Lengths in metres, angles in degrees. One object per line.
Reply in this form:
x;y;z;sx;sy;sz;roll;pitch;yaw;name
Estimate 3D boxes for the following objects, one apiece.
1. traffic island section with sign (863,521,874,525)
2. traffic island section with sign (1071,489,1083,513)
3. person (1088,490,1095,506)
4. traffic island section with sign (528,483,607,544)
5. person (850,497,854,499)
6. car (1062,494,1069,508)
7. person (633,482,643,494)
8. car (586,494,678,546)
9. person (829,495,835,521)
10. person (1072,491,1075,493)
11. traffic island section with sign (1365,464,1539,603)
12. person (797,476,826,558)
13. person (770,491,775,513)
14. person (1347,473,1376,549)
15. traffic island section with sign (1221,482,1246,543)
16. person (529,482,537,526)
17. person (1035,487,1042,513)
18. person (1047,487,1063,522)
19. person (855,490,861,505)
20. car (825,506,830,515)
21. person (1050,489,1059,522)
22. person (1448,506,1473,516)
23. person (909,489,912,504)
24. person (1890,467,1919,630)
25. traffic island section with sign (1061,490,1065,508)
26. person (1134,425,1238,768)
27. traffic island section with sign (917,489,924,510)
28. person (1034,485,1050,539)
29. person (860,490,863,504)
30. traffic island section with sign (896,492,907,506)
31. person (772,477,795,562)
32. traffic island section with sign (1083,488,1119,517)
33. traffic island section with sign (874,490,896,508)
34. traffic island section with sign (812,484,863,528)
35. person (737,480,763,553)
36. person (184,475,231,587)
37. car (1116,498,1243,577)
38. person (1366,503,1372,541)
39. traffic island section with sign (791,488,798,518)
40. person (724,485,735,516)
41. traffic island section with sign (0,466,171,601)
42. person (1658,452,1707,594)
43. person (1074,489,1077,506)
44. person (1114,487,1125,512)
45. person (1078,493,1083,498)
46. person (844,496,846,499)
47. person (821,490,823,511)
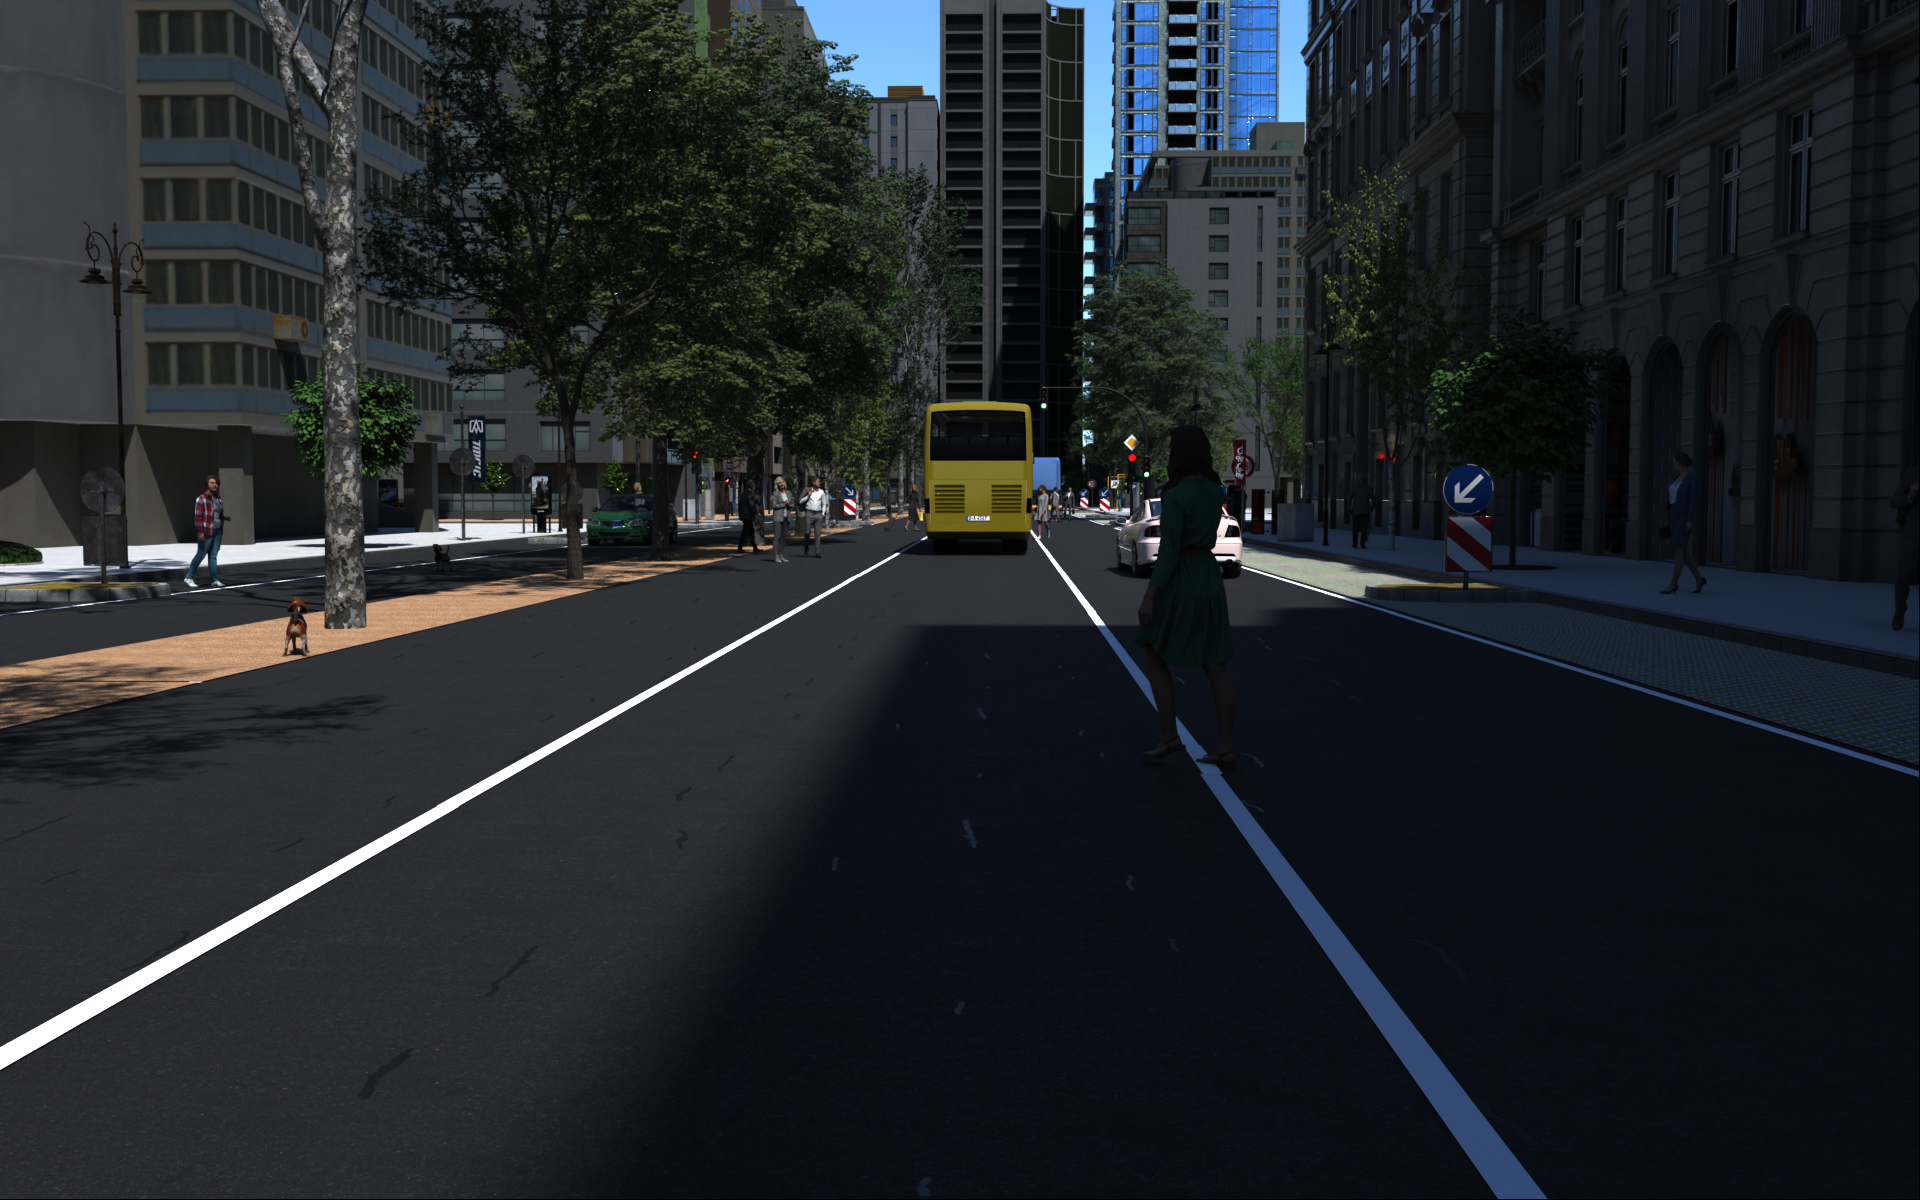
-5.131;-4.487;81.494;2.006;1.907;1.989;0;4;1;traffic island section with sign
9.398;-7.619;133.193;1.989;1.847;2.006;0;4;1;traffic island section with sign
14.368;-11.255;190.779;1.217;1.735;0.721;-2;4;-31;person
-11.501;-2.592;51.001;1.989;1.847;2.006;0;4;1;traffic island section with sign
-10.920;-10.329;175.601;1.217;1.739;0.721;-1;4;-9;person
10.321;-10.383;178.564;1.959;1.807;4.718;0;4;2;car
-10.170;-2.834;55.026;0.709;1.800;0.728;3;5;43;person
-9.320;-2.305;49.479;2.131;1.459;4.920;0;4;3;car
-6.671;-5.027;90.951;0.793;1.790;0.793;0;4;2;person
13.527;-12.164;205.067;1.348;1.807;0.705;-3;5;-44;person
6.635;-0.921;23.688;1.989;1.847;2.006;0;4;1;traffic island section with sign
-3.352;-1.866;39.117;0.679;1.850;0.850;-1;4;-20;person
-12.559;-6.709;116.402;0.598;1.740;0.731;1;4;18;person
9.469;-2.107;40.894;0.661;1.777;0.834;0;4;7;person
7.331;-2.594;51.035;1.989;1.847;2.006;0;4;1;traffic island section with sign
-17.260;-3.909;70.301;0.444;1.785;0.601;0;4;-6;person
4.612;-5.632;100.546;0.622;1.834;0.822;2;4;34;person
4.800;-4.842;87.933;0.850;1.792;0.678;-1;4;-13;person
-11.437;-11.482;194.486;0.721;1.743;1.217;2;4;25;person
-9.905;-6.866;121.050;1.959;1.807;4.718;0;4;2;car
4.896;-4.948;89.976;0.480;1.755;0.524;0;4;8;person
11.871;-2.134;41.036;0.616;1.811;0.778;1;4;16;person
-3.625;-7.263;127.437;0.526;1.800;0.537;-1;4;-15;person
8.911;-0.607;15.929;0.622;1.834;0.822;1;4;20;person
10.653;-10.684;183.308;1.989;1.847;2.006;0;4;1;traffic island section with sign
1.212;-0.023;9.120;0.529;1.795;0.600;2;4;35;person
-3.246;-9.081;156.609;2.006;1.907;1.989;0;4;1;traffic island section with sign
2.635;-2.809;55.183;0.466;1.731;0.760;1;4;22;person
-11.338;-11.875;200.652;0.683;1.767;0.568;1;4;13;person
-7.461;-12.406;211.457;1.989;1.847;2.006;0;4;1;traffic island section with sign
-3.712;-1.704;36.540;0.537;1.800;0.526;-2;4;-30;person
8.724;-5.971;106.246;1.989;1.847;2.006;0;4;1;traffic island section with sign
-8.132;-10.754;184.449;1.989;1.847;2.006;0;4;1;traffic island section with sign
-5.327;-4.034;74.090;2.006;1.907;1.989;0;4;1;traffic island section with sign
-5.062;-2.022;41.963;0.834;1.777;0.661;-3;5;-39;person
-11.611;-1.064;26.738;0.643;1.720;0.563;1;4;16;person
3.905;-1.153;31.219;2.083;1.381;4.827;0;4;0;car
10.980;-2.234;46.811;0.306;1.304;0.590;1;4;18;person
-10.088;-5.991;106.574;1.989;1.847;2.006;0;4;1;traffic island section with sign
-13.468;-5.812;101.250;0.661;1.801;0.590;-2;4;-30;person
-12.182;-0.944;24.055;1.989;1.847;2.006;0;4;1;traffic island section with sign
9.324;-0.990;22.257;0.654;1.822;0.581;0;4;6;person
12.803;-11.414;192.291;0.705;1.869;1.348;-1;4;-10;person
11.720;-7.385;127.134;0.721;1.781;0.623;1;4;19;person
13.062;-11.004;186.060;0.705;1.812;1.348;-2;4;-31;person
-12.984;-11.573;195.344;0.705;1.814;1.350;2;4;33;person
-8.967;-6.450;114.634;0.731;1.740;0.598;-3;5;-41;person
